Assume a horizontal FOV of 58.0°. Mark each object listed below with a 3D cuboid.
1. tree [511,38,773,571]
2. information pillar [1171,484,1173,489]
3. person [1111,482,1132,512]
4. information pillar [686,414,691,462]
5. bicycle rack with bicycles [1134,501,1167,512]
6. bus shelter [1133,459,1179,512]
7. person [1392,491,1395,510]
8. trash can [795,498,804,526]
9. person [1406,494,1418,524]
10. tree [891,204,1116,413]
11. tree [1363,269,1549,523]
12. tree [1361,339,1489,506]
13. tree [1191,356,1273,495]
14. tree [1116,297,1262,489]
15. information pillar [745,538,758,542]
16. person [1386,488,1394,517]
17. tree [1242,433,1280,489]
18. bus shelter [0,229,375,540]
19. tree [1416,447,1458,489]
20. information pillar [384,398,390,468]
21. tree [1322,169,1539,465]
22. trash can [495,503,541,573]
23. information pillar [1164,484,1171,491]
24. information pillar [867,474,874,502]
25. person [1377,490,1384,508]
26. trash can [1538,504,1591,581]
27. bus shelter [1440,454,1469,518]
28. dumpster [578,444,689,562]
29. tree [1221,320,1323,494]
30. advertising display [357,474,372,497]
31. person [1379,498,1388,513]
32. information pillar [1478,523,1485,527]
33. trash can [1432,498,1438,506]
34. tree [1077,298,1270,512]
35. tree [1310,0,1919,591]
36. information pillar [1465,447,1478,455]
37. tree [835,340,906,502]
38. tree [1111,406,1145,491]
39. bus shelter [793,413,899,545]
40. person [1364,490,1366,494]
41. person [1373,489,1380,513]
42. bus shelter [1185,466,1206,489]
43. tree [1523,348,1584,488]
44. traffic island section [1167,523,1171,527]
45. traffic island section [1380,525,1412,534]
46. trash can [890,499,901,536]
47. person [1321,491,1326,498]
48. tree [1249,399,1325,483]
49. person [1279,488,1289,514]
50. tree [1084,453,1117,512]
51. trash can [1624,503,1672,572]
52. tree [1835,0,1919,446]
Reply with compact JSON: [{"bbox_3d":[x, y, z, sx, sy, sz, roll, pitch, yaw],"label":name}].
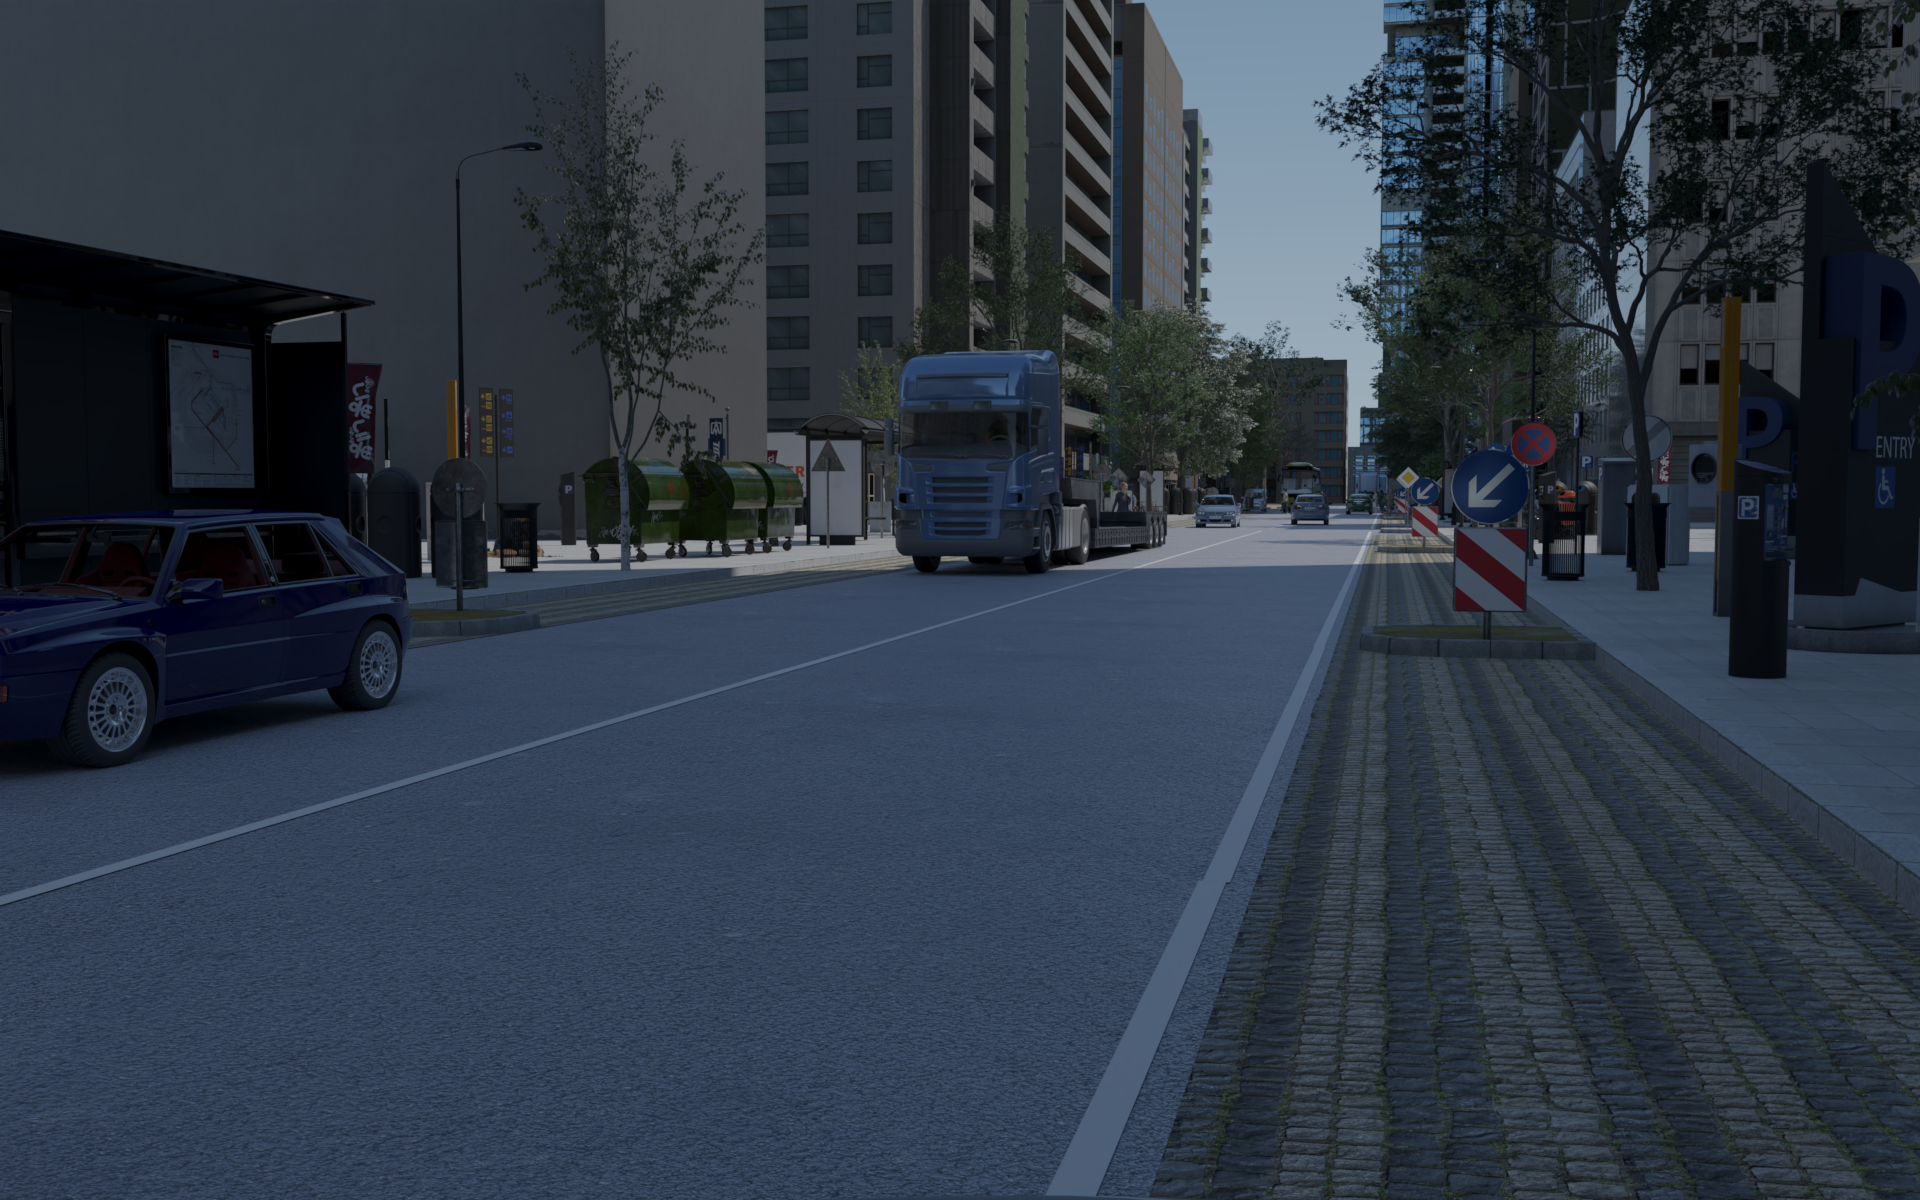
[{"bbox_3d":[-5.459,-4.779,28.499,4.360,8.622,3.978,0,3,0],"label":"tree"},{"bbox_3d":[15.729,-7.650,129.574,0.304,2.012,0.304,3,5,43],"label":"information pillar"},{"bbox_3d":[4.605,-2.478,49.441,0.534,1.772,0.576,3,5,40],"label":"person"},{"bbox_3d":[-7.894,-3.608,50.348,0.183,3.616,0.504,0,4,-3],"label":"information pillar"},{"bbox_3d":[10.086,-4.991,94.980,2.852,0.926,2.925,-1,4,-21],"label":"bicycle rack with bicycles"},{"bbox_3d":[11.632,-6.654,102.712,2.014,3.302,5.546,1,4,14],"label":"bus shelter"},{"bbox_3d":[38.112,-8.741,152.349,0.436,1.711,0.756,1,4,19],"label":"person"},{"bbox_3d":[-6.615,-3.553,69.750,0.748,1.137,0.748,0,3,0],"label":"trash can"},{"bbox_3d":[21.447,-4.467,81.886,0.721,1.781,0.623,-2,4,-30],"label":"person"},{"bbox_3d":[1.329,-7.488,56.836,8.767,10.594,7.601,2,4,27],"label":"tree"},{"bbox_3d":[22.231,-9.282,77.510,9.928,11.665,9.643,0,3,0],"label":"tree"},{"bbox_3d":[35.828,-13.865,133.344,9.857,13.997,8.962,0,3,0],"label":"tree"},{"bbox_3d":[22.036,-13.760,143.103,7.486,12.596,7.792,0,3,0],"label":"tree"},{"bbox_3d":[14.515,-12.558,111.985,9.857,13.997,8.962,0,3,0],"label":"tree"},{"bbox_3d":[-5.633,-2.577,46.633,0.304,2.012,0.304,1,4,9],"label":"information pillar"},{"bbox_3d":[26.739,-6.037,107.553,0.599,1.781,0.374,-1,4,-18],"label":"person"},{"bbox_3d":[28.551,-13.170,165.690,4.360,8.622,3.978,0,3,0],"label":"tree"},{"bbox_3d":[-8.674,-1.657,18.374,1.731,3.624,6.357,1,4,14],"label":"bus shelter"},{"bbox_3d":[33.620,-8.416,121.311,4.285,4.588,4.351,0,3,0],"label":"tree"},{"bbox_3d":[-14.080,-3.134,42.590,0.183,3.616,0.504,-1,4,-16],"label":"information pillar"},{"bbox_3d":[28.524,-15.143,103.479,12.611,20.169,13.585,0,3,0],"label":"tree"},{"bbox_3d":[-7.235,-1.024,28.388,0.748,1.137,0.748,0,3,0],"label":"trash can"},{"bbox_3d":[14.742,-7.311,124.020,0.304,2.012,0.304,-2,4,-32],"label":"information pillar"},{"bbox_3d":[-3.298,-3.546,62.469,0.304,2.012,0.304,3,4,38],"label":"information pillar"},{"bbox_3d":[33.981,-8.003,139.603,0.600,1.795,0.529,-1,4,-18],"label":"person"},{"bbox_3d":[8.968,-0.861,25.732,0.748,1.137,0.748,0,3,0],"label":"trash can"},{"bbox_3d":[26.063,-5.887,90.176,2.014,3.302,5.546,1,4,14],"label":"bus shelter"},{"bbox_3d":[-6.271,-1.884,33.291,1.502,2.255,1.985,1,4,14],"label":"dumpster"},{"bbox_3d":[34.067,-20.221,186.507,12.611,20.169,13.585,0,3,0],"label":"tree"},{"bbox_3d":[-15.438,-2.422,44.811,0.123,1.923,0.974,-3,5,-40],"label":"advertising display"},{"bbox_3d":[31.223,-6.965,127.884,0.738,1.151,1.012,-3,5,-43],"label":"person"},{"bbox_3d":[13.989,-2.542,46.046,0.304,2.012,0.304,-3,4,-39],"label":"information pillar"},{"bbox_3d":[37.721,-7.674,137.122,0.748,1.137,0.748,0,3,0],"label":"trash can"},{"bbox_3d":[10.004,-10.135,91.469,9.928,11.665,9.643,0,3,0],"label":"tree"},{"bbox_3d":[9.184,-5.423,23.073,8.767,10.594,7.601,0,4,1],"label":"tree"},{"bbox_3d":[25.396,-5.776,85.784,0.504,3.616,0.183,2,4,26],"label":"information pillar"},{"bbox_3d":[-3.777,-8.049,81.963,4.737,8.622,4.395,0,3,0],"label":"tree"},{"bbox_3d":[13.493,-11.729,142.126,4.737,8.622,4.395,0,3,0],"label":"tree"},{"bbox_3d":[-2.539,-3.175,45.831,2.014,3.302,5.546,1,4,14],"label":"bus shelter"},{"bbox_3d":[40.056,-9.943,171.054,0.705,1.826,1.348,-1,4,-18],"label":"person"},{"bbox_3d":[30.376,-7.204,126.632,0.624,1.780,0.694,3,5,41],"label":"person"},{"bbox_3d":[16.989,-8.136,126.952,2.014,3.302,5.546,1,4,14],"label":"bus shelter"},{"bbox_3d":[29.231,-8.194,84.330,4.360,8.622,3.978,0,3,0],"label":"tree"},{"bbox_3d":[7.982,-3.192,74.474,2.009,0.180,2.903,1,4,14],"label":"traffic island section"},{"bbox_3d":[16.594,-2.559,64.128,2.009,0.180,2.903,1,4,14],"label":"traffic island section"},{"bbox_3d":[-1.695,-2.395,50.818,0.748,1.137,0.748,0,3,0],"label":"trash can"},{"bbox_3d":[37.314,-10.343,178.061,0.683,1.767,0.568,1,4,10],"label":"person"},{"bbox_3d":[40.203,-18.706,216.205,12.009,13.543,11.850,0,3,0],"label":"tree"},{"bbox_3d":[23.034,-7.014,123.032,0.795,1.843,0.661,1,4,16],"label":"person"},{"bbox_3d":[6.911,-5.376,82.497,1.663,3.219,1.824,0,3,0],"label":"tree"},{"bbox_3d":[11.370,-1.041,28.682,0.748,1.137,0.748,0,3,0],"label":"trash can"},{"bbox_3d":[6.393,-3.598,9.194,4.360,8.622,3.978,0,3,0],"label":"tree"}]
